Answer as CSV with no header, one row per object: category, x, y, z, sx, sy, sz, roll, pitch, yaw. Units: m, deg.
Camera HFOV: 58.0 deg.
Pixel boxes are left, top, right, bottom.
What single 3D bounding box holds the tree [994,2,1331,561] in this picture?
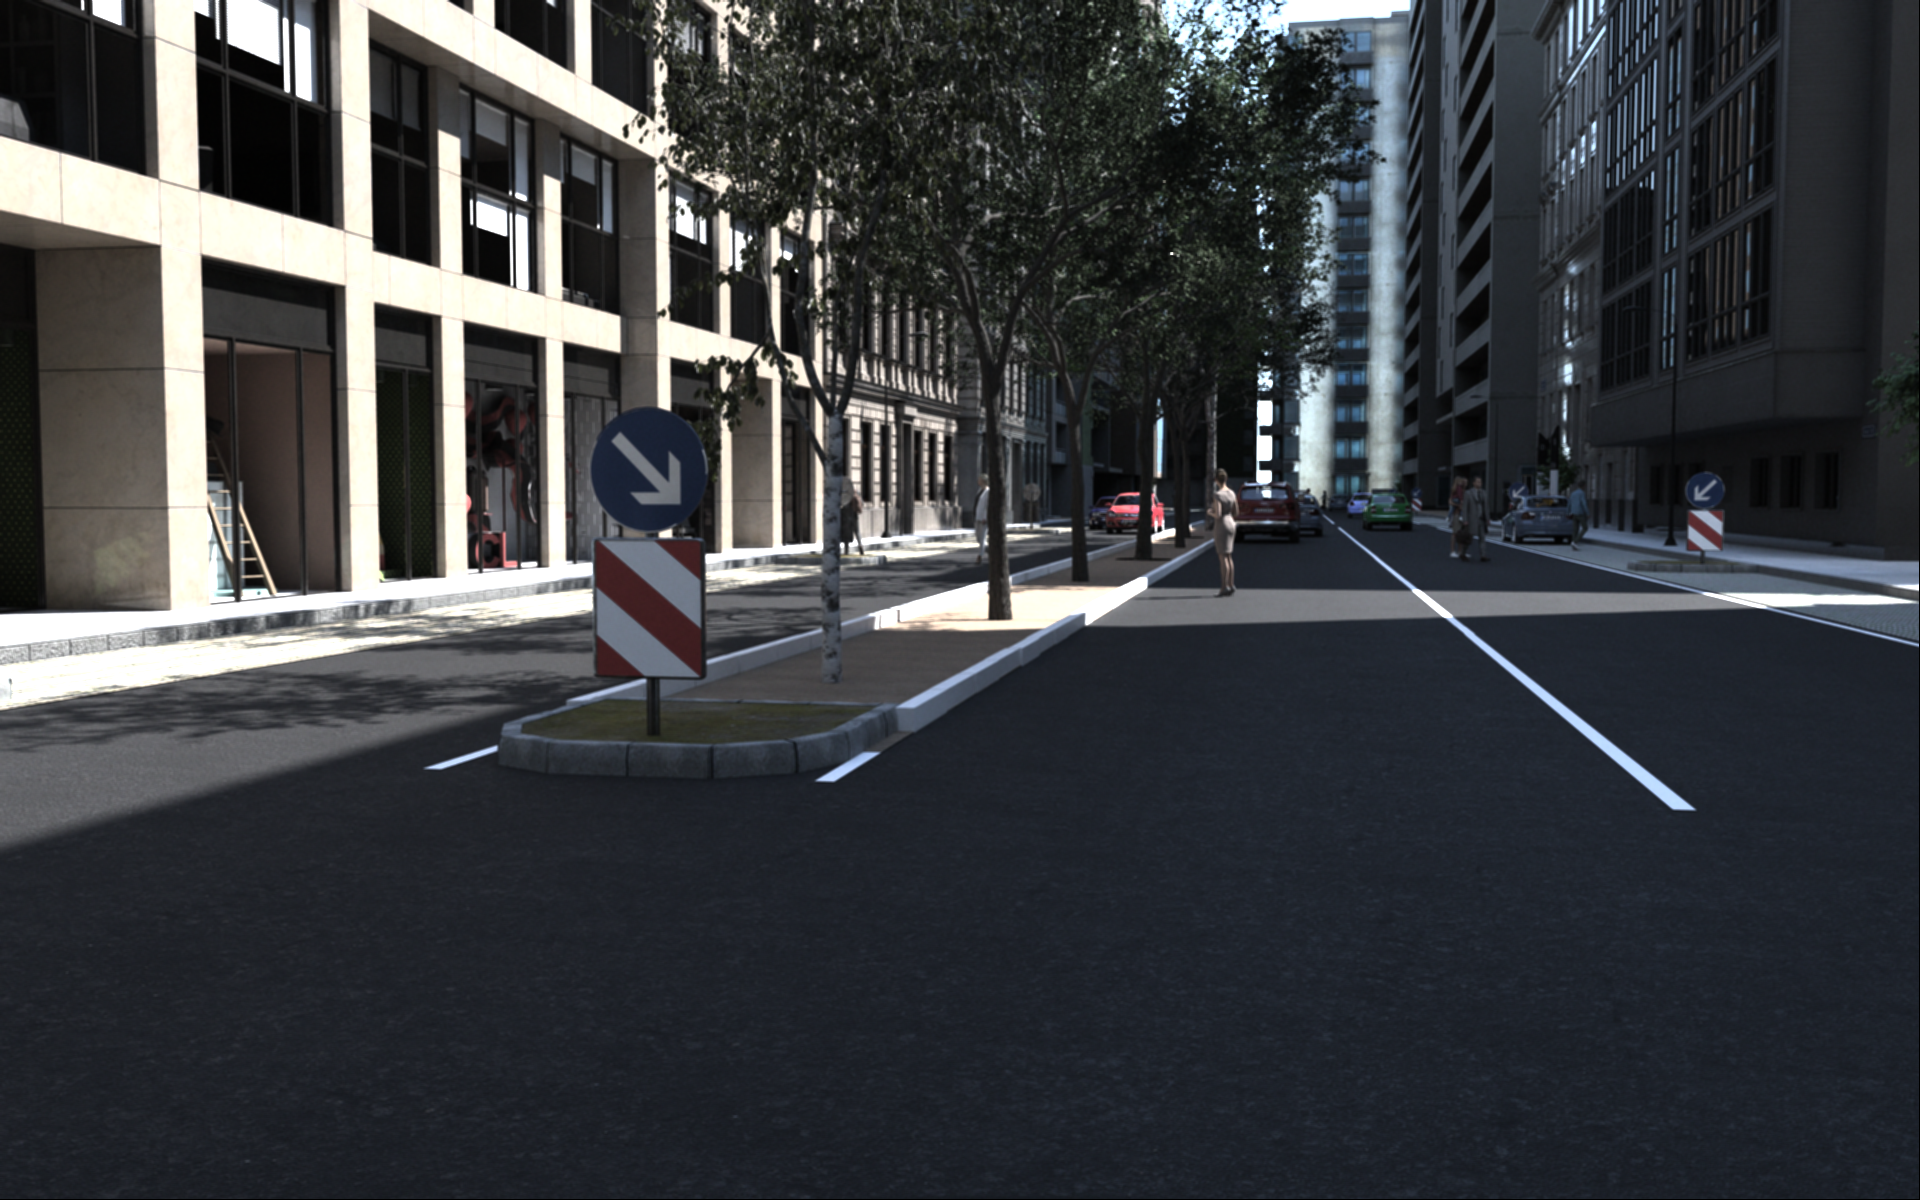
tree,4.041,-6.643,36.831,9.928,11.665,9.643,0,3,0

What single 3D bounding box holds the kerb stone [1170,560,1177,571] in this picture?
kerb stone,3.874,-0.601,32.019,0.120,0.150,1.000,1,4,11

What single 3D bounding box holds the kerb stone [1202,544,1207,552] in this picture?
kerb stone,5.845,-1.216,42.079,0.120,0.150,1.000,1,4,11

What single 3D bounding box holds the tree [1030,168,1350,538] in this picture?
tree,7.315,-8.734,55.627,12.009,13.543,11.850,0,3,0

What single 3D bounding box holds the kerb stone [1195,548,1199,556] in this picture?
kerb stone,5.248,-1.028,39.059,0.120,0.150,1.000,1,4,11

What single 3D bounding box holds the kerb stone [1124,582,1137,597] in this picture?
kerb stone,2.307,-0.109,23.985,0.120,0.150,1.000,1,4,11

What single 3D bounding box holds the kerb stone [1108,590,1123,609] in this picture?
kerb stone,1.920,0.014,21.966,0.120,0.150,1.000,1,4,11

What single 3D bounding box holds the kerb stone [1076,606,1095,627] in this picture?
kerb stone,1.328,0.199,18.940,0.120,0.150,1.000,1,4,11

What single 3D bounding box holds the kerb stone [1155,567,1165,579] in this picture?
kerb stone,3.286,-0.416,29.006,0.120,0.150,1.000,1,4,11

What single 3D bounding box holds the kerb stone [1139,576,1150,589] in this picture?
kerb stone,2.706,-0.228,25.994,0.120,0.150,1.000,1,4,11

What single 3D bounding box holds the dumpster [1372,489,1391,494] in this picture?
dumpster,35.393,-8.370,145.064,1.865,1.857,1.264,1,4,10

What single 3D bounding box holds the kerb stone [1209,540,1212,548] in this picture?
kerb stone,6.417,-1.401,45.103,0.120,0.150,1.000,1,4,11

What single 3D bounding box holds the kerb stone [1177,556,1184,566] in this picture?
kerb stone,4.267,-0.724,34.026,0.120,0.150,1.000,1,4,11

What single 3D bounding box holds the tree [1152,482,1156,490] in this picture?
tree,15.669,-9.188,144.827,1.663,3.219,1.824,0,3,0

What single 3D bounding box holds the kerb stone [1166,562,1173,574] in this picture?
kerb stone,3.677,-0.539,31.013,0.120,0.150,1.000,1,4,11

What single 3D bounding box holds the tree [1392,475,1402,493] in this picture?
tree,40.225,-9.963,157.493,1.663,3.219,1.824,0,3,0

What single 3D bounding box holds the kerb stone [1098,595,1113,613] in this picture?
kerb stone,1.714,0.075,20.965,0.120,0.150,1.000,1,4,11

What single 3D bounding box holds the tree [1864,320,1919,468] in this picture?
tree,15.676,-2.606,26.319,4.285,4.588,4.351,0,3,0

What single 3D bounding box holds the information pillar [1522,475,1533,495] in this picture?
information pillar,21.952,-3.826,67.053,0.304,2.012,0.304,0,4,-3

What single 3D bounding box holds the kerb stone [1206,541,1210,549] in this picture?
kerb stone,6.224,-1.340,44.099,0.120,0.150,1.000,1,4,11

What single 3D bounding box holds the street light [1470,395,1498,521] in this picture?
street light,24.650,-6.660,81.430,1.470,5.913,1.316,1,4,11

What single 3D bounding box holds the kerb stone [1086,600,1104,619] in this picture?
kerb stone,1.519,0.137,19.958,0.120,0.150,1.000,1,4,11

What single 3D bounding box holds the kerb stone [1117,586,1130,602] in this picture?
kerb stone,2.111,-0.048,22.981,0.120,0.150,1.000,1,4,11

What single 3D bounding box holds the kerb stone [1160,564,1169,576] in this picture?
kerb stone,3.485,-0.478,30.009,0.120,0.150,1.000,1,4,11

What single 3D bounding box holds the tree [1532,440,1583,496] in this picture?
tree,21.185,-4.099,61.615,1.663,3.219,1.824,0,3,0

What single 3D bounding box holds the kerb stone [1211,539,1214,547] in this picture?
kerb stone,6.616,-1.462,46.121,0.120,0.150,1.000,1,4,11

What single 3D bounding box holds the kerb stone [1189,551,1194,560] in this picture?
kerb stone,4.860,-0.905,37.045,0.120,0.150,1.000,1,4,11

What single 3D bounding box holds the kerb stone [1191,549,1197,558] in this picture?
kerb stone,5.055,-0.967,38.049,0.120,0.150,1.000,1,4,11

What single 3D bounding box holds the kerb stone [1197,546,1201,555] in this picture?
kerb stone,5.438,-1.093,40.068,0.120,0.150,1.000,1,4,11

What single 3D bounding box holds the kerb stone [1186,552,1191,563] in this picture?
kerb stone,4.659,-0.846,36.033,0.120,0.150,1.000,1,4,11

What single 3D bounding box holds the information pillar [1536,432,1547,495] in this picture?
information pillar,22.159,-4.554,65.817,0.504,3.616,0.183,-1,4,-15

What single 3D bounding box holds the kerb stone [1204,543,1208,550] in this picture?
kerb stone,6.032,-1.278,43.084,0.120,0.150,1.000,1,4,11

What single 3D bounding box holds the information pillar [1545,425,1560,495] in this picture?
information pillar,20.339,-4.153,59.263,0.183,3.616,0.504,0,4,-6

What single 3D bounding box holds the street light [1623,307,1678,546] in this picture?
street light,17.126,-4.307,42.968,1.470,5.913,1.316,1,4,11

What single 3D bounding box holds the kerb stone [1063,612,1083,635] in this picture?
kerb stone,1.131,0.263,17.937,0.120,0.150,1.000,1,4,11

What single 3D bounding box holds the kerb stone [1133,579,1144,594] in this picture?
kerb stone,2.509,-0.169,24.991,0.120,0.150,1.000,1,4,11

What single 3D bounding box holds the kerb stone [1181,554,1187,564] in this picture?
kerb stone,4.455,-0.785,35.031,0.120,0.150,1.000,1,4,11

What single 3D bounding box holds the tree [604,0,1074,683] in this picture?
tree,-0.940,-3.685,13.073,4.360,8.622,3.978,0,3,0

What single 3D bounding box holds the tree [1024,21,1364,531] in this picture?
tree,8.712,-12.809,67.772,12.611,20.169,13.585,0,3,0

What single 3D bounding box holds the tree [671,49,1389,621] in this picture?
tree,0.546,-5.062,19.626,8.767,10.594,7.601,1,4,11

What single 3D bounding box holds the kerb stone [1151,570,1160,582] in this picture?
kerb stone,3.088,-0.355,28.003,0.120,0.150,1.000,1,4,11

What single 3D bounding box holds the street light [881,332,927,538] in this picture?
street light,-1.602,-4.733,49.933,1.470,5.913,1.316,1,4,11

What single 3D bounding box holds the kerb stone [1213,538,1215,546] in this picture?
kerb stone,6.824,-1.521,47.122,0.120,0.150,1.000,1,4,11

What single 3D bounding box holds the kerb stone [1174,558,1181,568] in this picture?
kerb stone,4.075,-0.662,33.022,0.120,0.150,1.000,1,4,11

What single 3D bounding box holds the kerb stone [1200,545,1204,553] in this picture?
kerb stone,5.641,-1.154,41.070,0.120,0.150,1.000,1,4,11

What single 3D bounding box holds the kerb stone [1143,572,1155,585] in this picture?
kerb stone,2.892,-0.294,26.999,0.120,0.150,1.000,1,4,11
